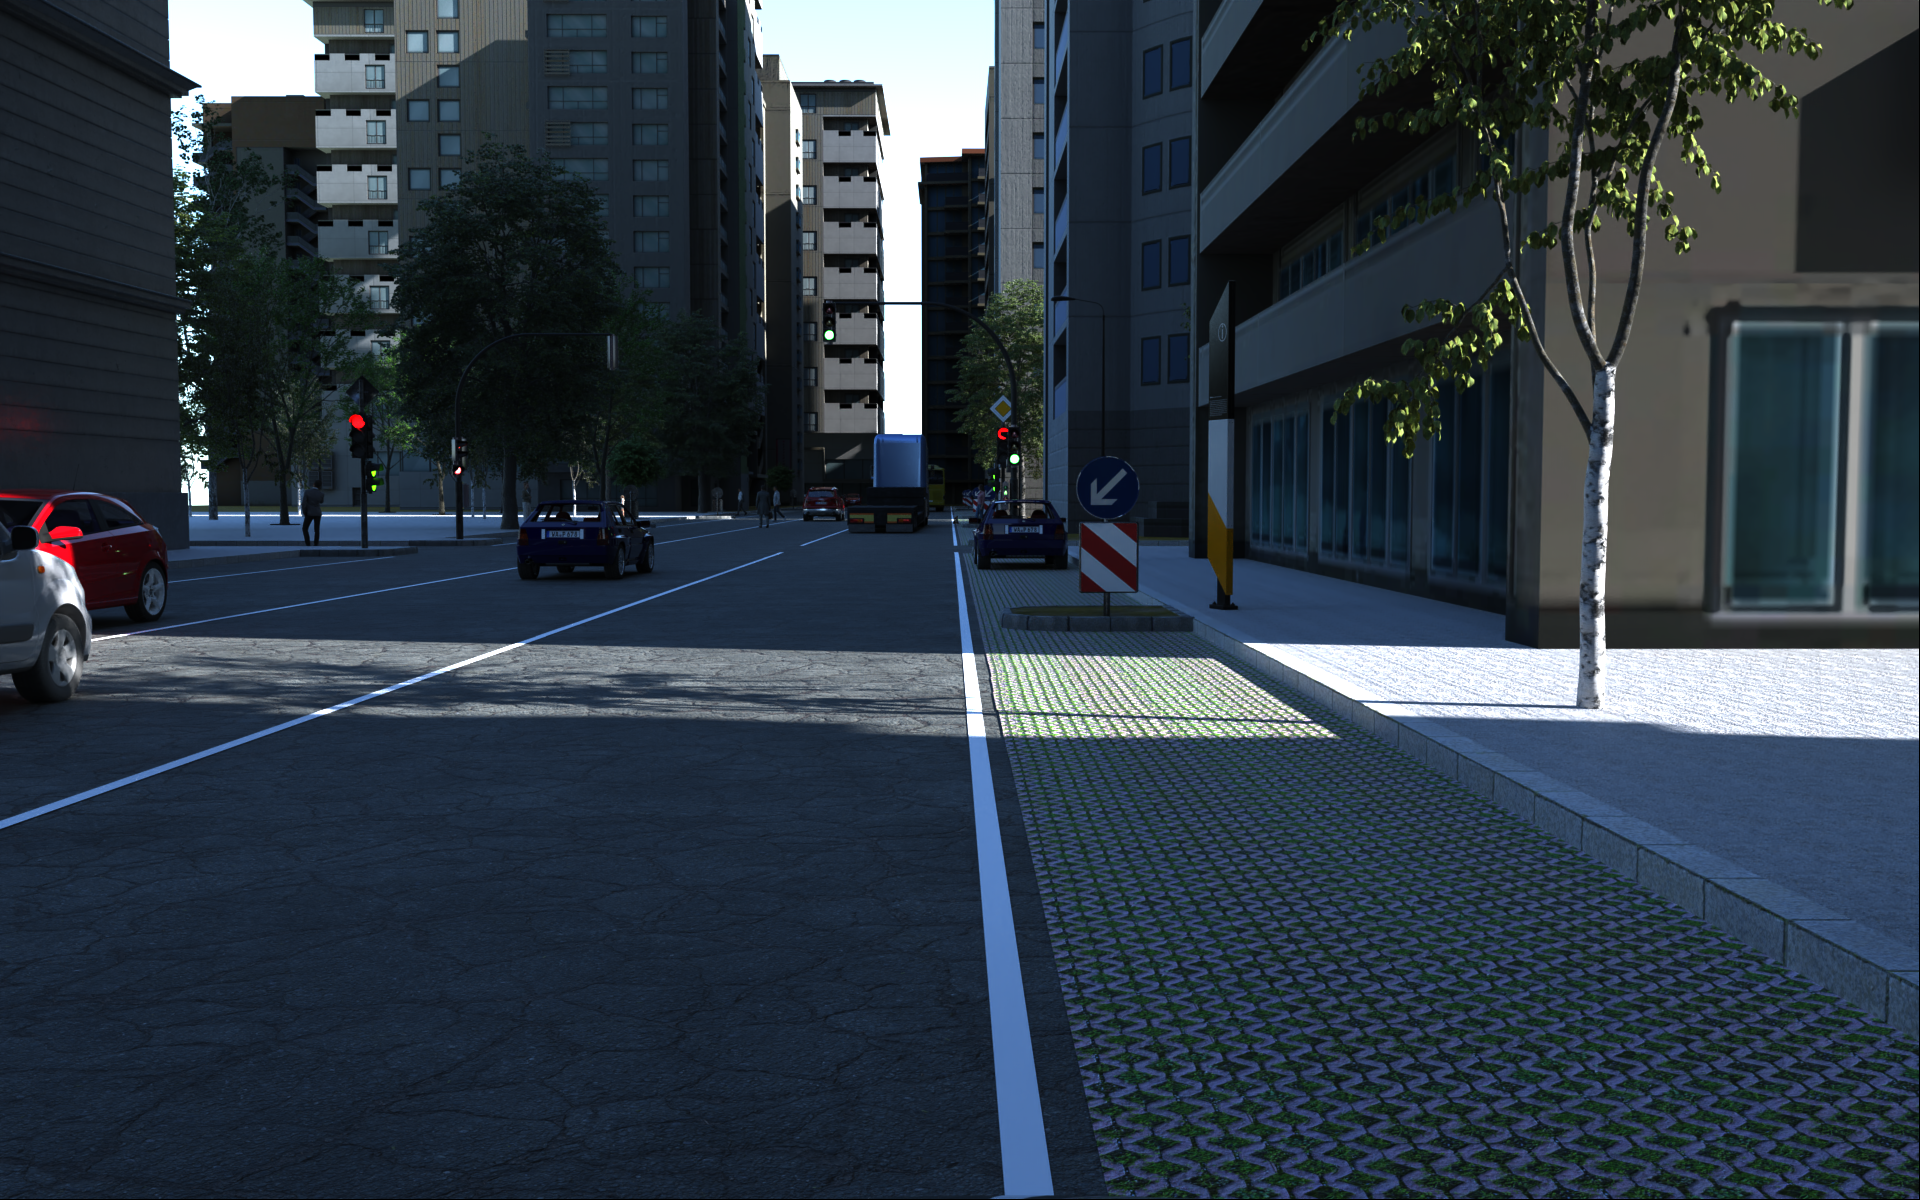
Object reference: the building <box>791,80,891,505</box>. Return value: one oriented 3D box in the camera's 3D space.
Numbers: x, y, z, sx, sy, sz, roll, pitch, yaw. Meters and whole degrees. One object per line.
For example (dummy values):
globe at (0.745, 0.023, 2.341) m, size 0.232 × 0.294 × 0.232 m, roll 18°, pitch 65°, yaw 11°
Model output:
building at (-20.851, -38.655, 221.255) m, size 27.495 × 52.752 × 28.713 m, roll 0°, pitch 4°, yaw 0°

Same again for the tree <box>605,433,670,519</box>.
tree at (-16.676, -6.413, 88.559) m, size 4.285 × 4.588 × 4.351 m, roll 0°, pitch 3°, yaw 0°

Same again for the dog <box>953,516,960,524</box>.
dog at (-0.119, -3.821, 82.661) m, size 0.550 × 0.427 × 0.748 m, roll 2°, pitch 4°, yaw 26°

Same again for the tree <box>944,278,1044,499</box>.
tree at (2.895, -10.626, 91.858) m, size 7.486 × 12.596 × 7.792 m, roll 0°, pitch 3°, yaw 0°

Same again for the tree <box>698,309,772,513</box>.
tree at (-17.579, -12.900, 117.568) m, size 9.857 × 13.997 × 8.962 m, roll 0°, pitch 3°, yaw 0°

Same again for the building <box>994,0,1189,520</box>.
building at (12.660, -34.694, 109.251) m, size 21.231 × 58.520 × 28.212 m, roll 0°, pitch 4°, yaw 0°

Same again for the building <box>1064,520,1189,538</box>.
building at (17.460, -31.611, 58.837) m, size 28.212 × 58.520 × 21.231 m, roll 0°, pitch 4°, yaw 0°

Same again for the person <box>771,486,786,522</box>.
person at (-9.476, -5.012, 90.299) m, size 0.795 × 1.843 × 0.661 m, roll -1°, pitch 4°, yaw -15°

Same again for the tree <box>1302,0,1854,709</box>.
tree at (3.854, -3.670, 10.367) m, size 4.737 × 8.622 × 4.395 m, roll 0°, pitch 3°, yaw 0°

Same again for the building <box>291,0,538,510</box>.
building at (-53.029, -36.451, 185.214) m, size 27.495 × 52.752 × 28.713 m, roll 0°, pitch 4°, yaw 0°

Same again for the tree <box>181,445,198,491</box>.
tree at (-55.520, -8.909, 108.564) m, size 11.467 × 7.101 × 20.602 m, roll -1°, pitch 4°, yaw -11°

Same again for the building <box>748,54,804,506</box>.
building at (-28.502, -34.563, 188.808) m, size 21.600 × 48.544 × 21.300 m, roll 0°, pitch 4°, yaw 0°

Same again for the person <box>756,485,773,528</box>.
person at (-8.347, -3.981, 73.686) m, size 0.694 × 1.812 × 0.767 m, roll -1°, pitch 4°, yaw -18°

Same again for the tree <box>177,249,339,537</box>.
tree at (-21.483, -6.203, 51.773) m, size 4.360 × 8.622 × 3.978 m, roll 0°, pitch 3°, yaw 0°

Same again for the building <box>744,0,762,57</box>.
building at (-31.734, -34.393, 151.562) m, size 28.713 × 52.752 × 27.495 m, roll 0°, pitch 4°, yaw 0°

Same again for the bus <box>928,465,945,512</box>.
bus at (-2.598, -9.364, 144.654) m, size 2.896 × 3.916 × 12.252 m, roll 0°, pitch 4°, yaw -1°

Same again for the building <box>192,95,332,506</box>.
building at (-74.450, -33.127, 191.742) m, size 14.200 × 45.320 × 14.600 m, roll 0°, pitch 4°, yaw 0°

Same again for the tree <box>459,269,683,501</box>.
tree at (-16.755, -9.458, 80.389) m, size 9.928 × 11.665 × 9.643 m, roll 0°, pitch 3°, yaw 0°

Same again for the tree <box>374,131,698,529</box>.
tree at (-16.365, -9.554, 62.857) m, size 9.857 × 13.997 × 8.962 m, roll 0°, pitch 3°, yaw 0°

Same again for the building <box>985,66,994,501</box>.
building at (13.560, -34.576, 189.020) m, size 21.300 × 48.544 × 21.600 m, roll 0°, pitch 4°, yaw 0°

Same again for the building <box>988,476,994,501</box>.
building at (18.923, -29.027, 166.471) m, size 32.217 × 40.220 × 23.993 m, roll 0°, pitch 4°, yaw 0°

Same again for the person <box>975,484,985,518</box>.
person at (0.807, -3.732, 69.533) m, size 0.388 × 1.821 × 0.555 m, roll -2°, pitch 4°, yaw -32°

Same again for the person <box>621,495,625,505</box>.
person at (-19.458, -5.453, 100.222) m, size 0.382 × 1.210 × 0.505 m, roll 0°, pitch 4°, yaw -6°

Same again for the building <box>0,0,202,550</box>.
building at (-29.146, -15.050, 33.460) m, size 23.554 × 28.519 × 14.401 m, roll 0°, pitch 4°, yaw 0°

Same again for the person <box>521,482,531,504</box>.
person at (-19.797, -4.478, 79.059) m, size 0.447 × 1.846 × 0.655 m, roll -1°, pitch 4°, yaw -19°

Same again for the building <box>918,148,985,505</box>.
building at (7.653, -34.454, 217.946) m, size 28.867 × 44.769 × 22.147 m, roll 0°, pitch 4°, yaw 0°

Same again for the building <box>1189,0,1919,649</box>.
building at (15.375, -24.447, 23.403) m, size 21.300 × 48.544 × 21.600 m, roll 0°, pitch 4°, yaw 0°

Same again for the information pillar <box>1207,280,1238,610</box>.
information pillar at (2.916, -1.709, 19.299) m, size 0.183 × 3.616 × 0.504 m, roll -1°, pitch 4°, yaw -18°

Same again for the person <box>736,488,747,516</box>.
person at (-14.650, -6.554, 115.762) m, size 0.850 × 1.850 × 0.679 m, roll -1°, pitch 4°, yaw -9°

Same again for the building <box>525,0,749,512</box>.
building at (-23.896, -27.344, 130.668) m, size 14.154 × 41.232 × 14.086 m, roll 0°, pitch 4°, yaw 0°

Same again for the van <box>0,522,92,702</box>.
van at (-6.980, -0.222, 10.646) m, size 2.013 × 2.044 × 4.112 m, roll 0°, pitch 4°, yaw -1°

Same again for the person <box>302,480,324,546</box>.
person at (-16.517, -2.171, 44.173) m, size 0.592 × 1.802 × 0.473 m, roll -1°, pitch 4°, yaw -23°

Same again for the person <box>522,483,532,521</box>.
person at (-17.906, -3.980, 71.657) m, size 0.362 × 1.759 × 0.519 m, roll 0°, pitch 4°, yaw 6°
